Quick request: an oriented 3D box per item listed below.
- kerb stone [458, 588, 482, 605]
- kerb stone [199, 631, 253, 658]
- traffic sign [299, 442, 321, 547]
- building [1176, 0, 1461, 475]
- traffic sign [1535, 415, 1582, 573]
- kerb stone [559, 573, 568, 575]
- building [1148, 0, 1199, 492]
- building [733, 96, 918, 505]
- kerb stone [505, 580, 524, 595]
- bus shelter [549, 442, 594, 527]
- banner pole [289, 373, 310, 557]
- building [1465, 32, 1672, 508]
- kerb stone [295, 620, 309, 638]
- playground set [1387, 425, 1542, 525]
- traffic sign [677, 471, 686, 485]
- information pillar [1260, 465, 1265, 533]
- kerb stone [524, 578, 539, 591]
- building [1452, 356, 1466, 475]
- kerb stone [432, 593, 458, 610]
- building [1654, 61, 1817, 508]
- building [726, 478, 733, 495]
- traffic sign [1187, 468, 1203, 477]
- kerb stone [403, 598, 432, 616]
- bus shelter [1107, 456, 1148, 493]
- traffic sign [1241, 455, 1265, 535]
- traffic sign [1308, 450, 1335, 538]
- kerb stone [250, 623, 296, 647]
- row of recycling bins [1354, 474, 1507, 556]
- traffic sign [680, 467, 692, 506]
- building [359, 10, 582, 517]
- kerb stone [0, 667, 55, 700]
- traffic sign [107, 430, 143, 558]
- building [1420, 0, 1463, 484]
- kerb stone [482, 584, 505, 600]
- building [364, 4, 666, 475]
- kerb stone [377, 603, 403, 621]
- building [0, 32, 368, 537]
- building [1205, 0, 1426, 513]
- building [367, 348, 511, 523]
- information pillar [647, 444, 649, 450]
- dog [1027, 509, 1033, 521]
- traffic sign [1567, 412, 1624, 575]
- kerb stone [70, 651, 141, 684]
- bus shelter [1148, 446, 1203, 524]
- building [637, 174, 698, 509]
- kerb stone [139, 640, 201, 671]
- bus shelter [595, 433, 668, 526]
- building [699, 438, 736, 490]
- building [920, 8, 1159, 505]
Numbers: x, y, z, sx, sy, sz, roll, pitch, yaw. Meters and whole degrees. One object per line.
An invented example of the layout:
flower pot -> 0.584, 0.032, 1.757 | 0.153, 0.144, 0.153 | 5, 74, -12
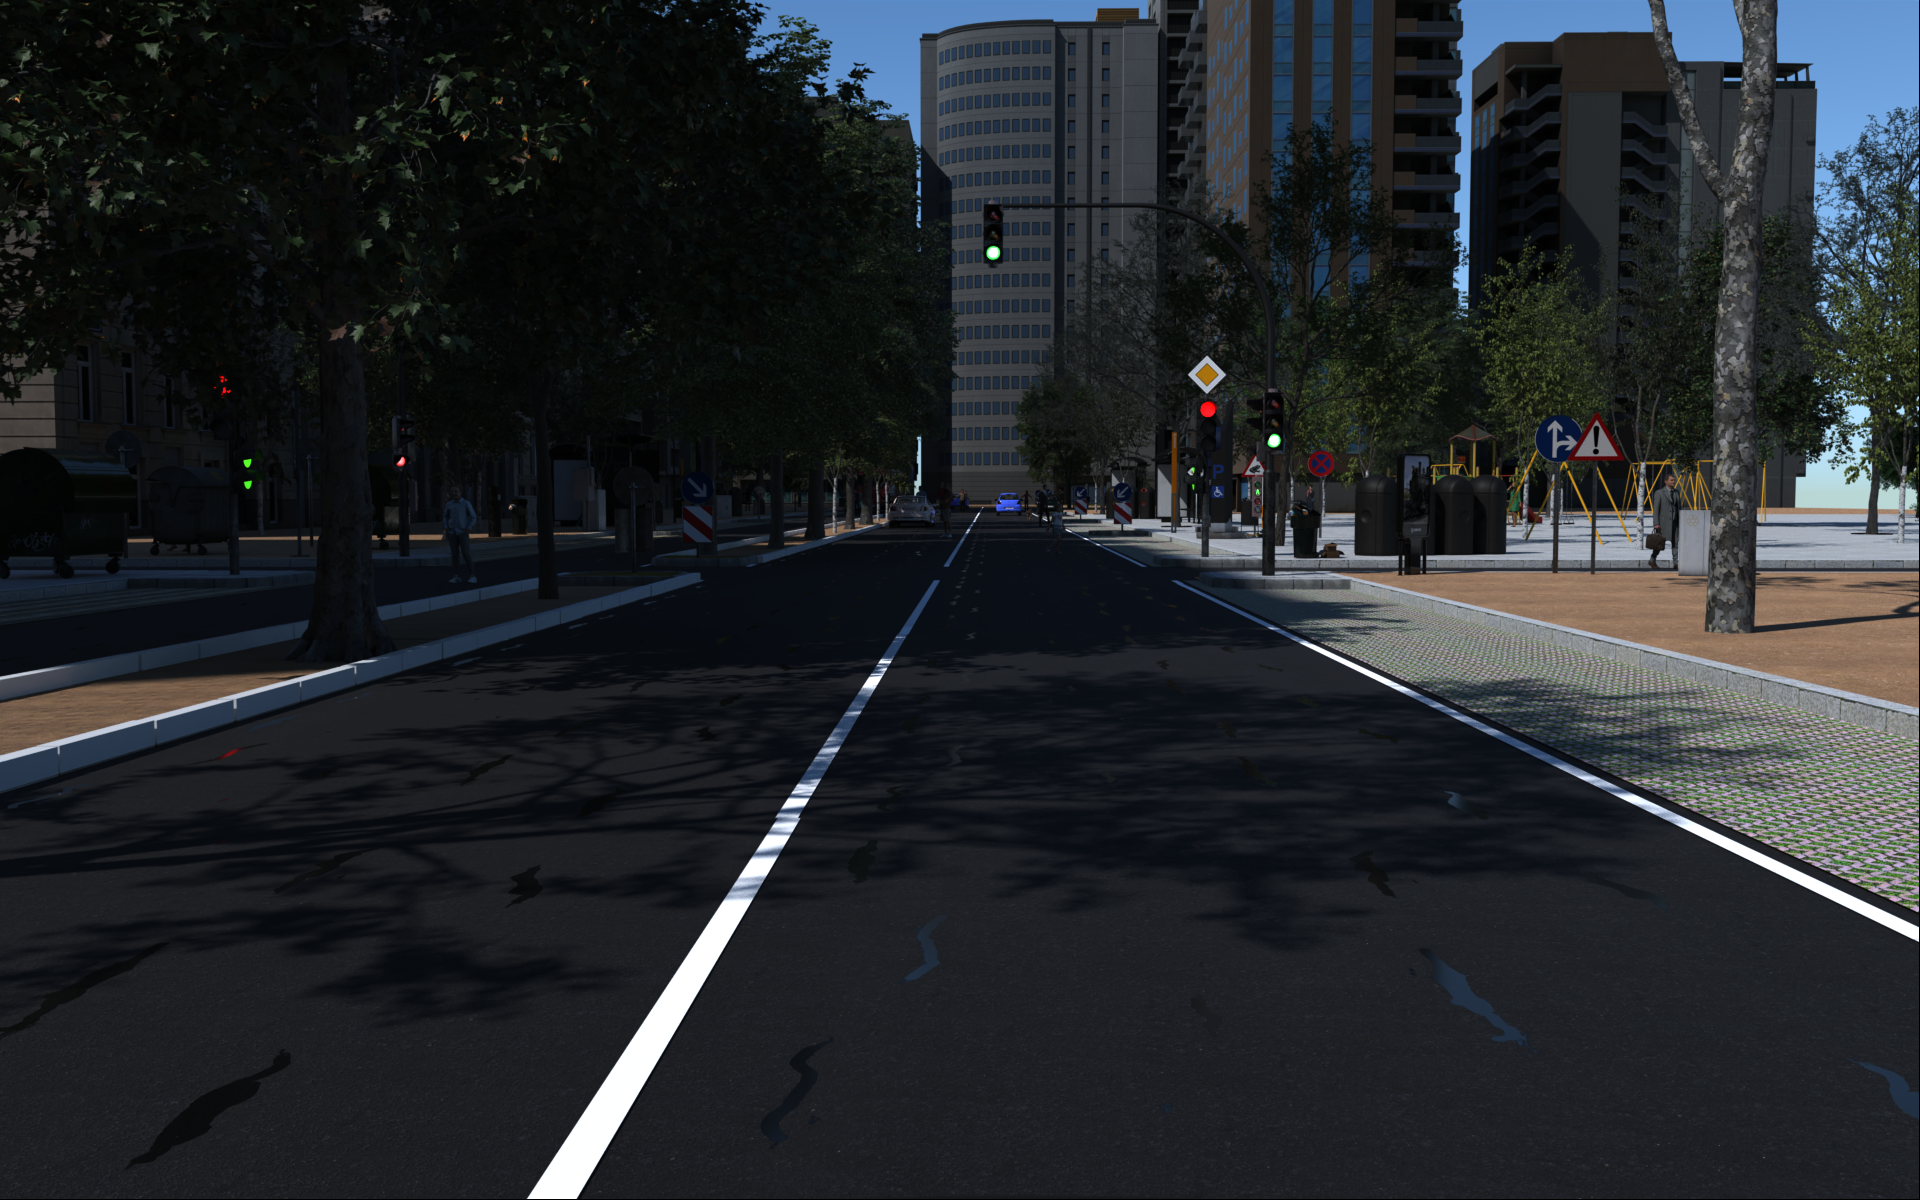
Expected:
kerb stone -> -6.500, -0.022, 22.656 | 0.120, 0.150, 1.000 | 0, 4, 1
kerb stone -> -6.617, 0.413, 15.472 | 0.120, 0.150, 1.000 | 0, 4, 1
traffic sign -> -15.809, -2.572, 42.161 | 0.768, 2.556, 0.104 | 0, 4, 7
building -> 31.817, -32.955, 158.424 | 23.786, 49.044, 30.456 | 0, 4, 1
traffic sign -> 9.650, -1.706, 28.003 | 0.768, 2.556, 0.104 | 0, 4, 2
kerb stone -> -6.404, -0.342, 27.788 | 0.120, 0.150, 1.000 | 0, 4, 1
building -> 33.967, -47.350, 212.418 | 20.611, 71.187, 20.563 | 0, 4, 1
building -> -16.291, -36.155, 214.830 | 21.600, 48.544, 21.300 | 0, 4, 1
kerb stone -> -6.459, -0.154, 24.717 | 0.120, 0.150, 1.000 | 0, 4, 1
bus shelter -> -15.301, -4.691, 70.621 | 2.014, 3.302, 5.546 | 0, 4, 1
banner pole -> -13.460, -2.758, 35.112 | 0.401, 3.779, 0.863 | -1, 4, -13
building -> 57.905, -31.579, 166.425 | 14.200, 45.320, 14.600 | 0, 4, 1
kerb stone -> -6.592, 0.289, 17.521 | 0.120, 0.150, 1.000 | 0, 4, 1
playground set -> 21.449, -5.250, 72.617 | 5.637, 4.214, 5.302 | -2, 4, -33
traffic sign -> -15.423, -5.940, 97.115 | 0.884, 2.594, 0.081 | 0, 4, 6
information pillar -> 10.193, -4.041, 57.418 | 0.504, 3.616, 0.183 | -3, 5, -42
kerb stone -> -6.440, -0.217, 25.739 | 0.120, 0.150, 1.000 | 0, 4, 1
building -> 59.334, -22.821, 218.155 | 28.899, 21.520, 27.650 | 0, 4, 1
kerb stone -> -6.514, 0.040, 21.631 | 0.120, 0.150, 1.000 | 0, 4, 1
building -> 72.133, -29.590, 167.386 | 14.086, 41.232, 14.154 | 0, 4, 1
building -> -38.983, -32.367, 221.087 | 23.993, 40.220, 32.217 | 0, 4, 1
traffic sign -> 9.962, -4.469, 72.796 | 0.795, 2.593, 0.064 | 0, 4, 2
kerb stone -> -6.532, 0.101, 20.598 | 0.120, 0.150, 1.000 | 0, 4, 1
bus shelter -> 9.155, -6.143, 94.359 | 2.014, 3.302, 5.546 | 0, 4, 1
traffic sign -> 9.148, -3.283, 53.676 | 0.884, 2.594, 0.081 | 0, 4, 6
traffic sign -> 10.531, -3.086, 50.564 | 0.768, 2.556, 0.104 | 0, 4, 6
kerb stone -> -6.608, 0.349, 16.494 | 0.120, 0.150, 1.000 | 0, 4, 1
row of recycling bins -> 9.996, -1.801, 36.559 | 3.534, 1.692, 1.069 | -1, 4, -20
traffic sign -> -12.978, -5.071, 82.913 | 0.884, 2.594, 0.081 | 0, 4, 2
building -> -30.437, -19.260, 100.799 | 13.634, 28.700, 20.117 | 0, 4, 1
kerb stone -> -6.673, 0.600, 12.393 | 0.120, 0.150, 1.000 | 0, 4, 1
traffic sign -> -16.639, -2.102, 34.468 | 0.768, 2.556, 0.104 | 0, 4, 3
building -> 26.243, -28.864, 122.030 | 14.600, 45.320, 14.200 | 0, 4, 1
kerb stone -> -6.468, -0.089, 23.695 | 0.120, 0.150, 1.000 | 0, 4, 1
building -> -37.178, -32.709, 124.029 | 28.713, 52.752, 27.495 | 0, 4, 1
kerb stone -> -6.556, 0.160, 19.576 | 0.120, 0.150, 1.000 | 0, 4, 1
building -> -30.428, -16.037, 59.474 | 12.463, 27.353, 25.104 | 0, 4, 1
building -> 27.123, -29.738, 136.332 | 14.600, 45.320, 14.200 | 0, 4, 1
building -> -28.517, -14.232, 81.841 | 9.793, 20.994, 18.267 | 0, 4, 1
information pillar -> -14.696, -5.524, 81.668 | 0.183, 3.616, 0.504 | -1, 4, -11
dog -> 3.753, -4.527, 93.309 | 0.540, 0.507, 0.406 | 2, 4, 32
traffic sign -> 10.097, -1.686, 27.566 | 0.884, 2.594, 0.081 | 0, 4, 5
kerb stone -> -6.669, 0.537, 13.418 | 0.120, 0.150, 1.000 | 0, 4, 1
bus shelter -> 9.601, -5.000, 75.679 | 2.014, 3.302, 5.546 | 0, 4, 1
building -> -30.079, -28.241, 145.338 | 14.154, 41.232, 14.086 | 0, 4, 1
kerb stone -> -6.640, 0.475, 14.447 | 0.120, 0.150, 1.000 | 0, 4, 1
bus shelter -> -13.259, -4.830, 70.247 | 1.731, 3.624, 6.357 | 0, 4, 1
building -> -29.441, -24.312, 169.209 | 14.107, 30.474, 14.160 | 0, 4, 1
building -> 9.315, -41.132, 214.505 | 28.212, 58.520, 21.231 | 0, 4, 1
